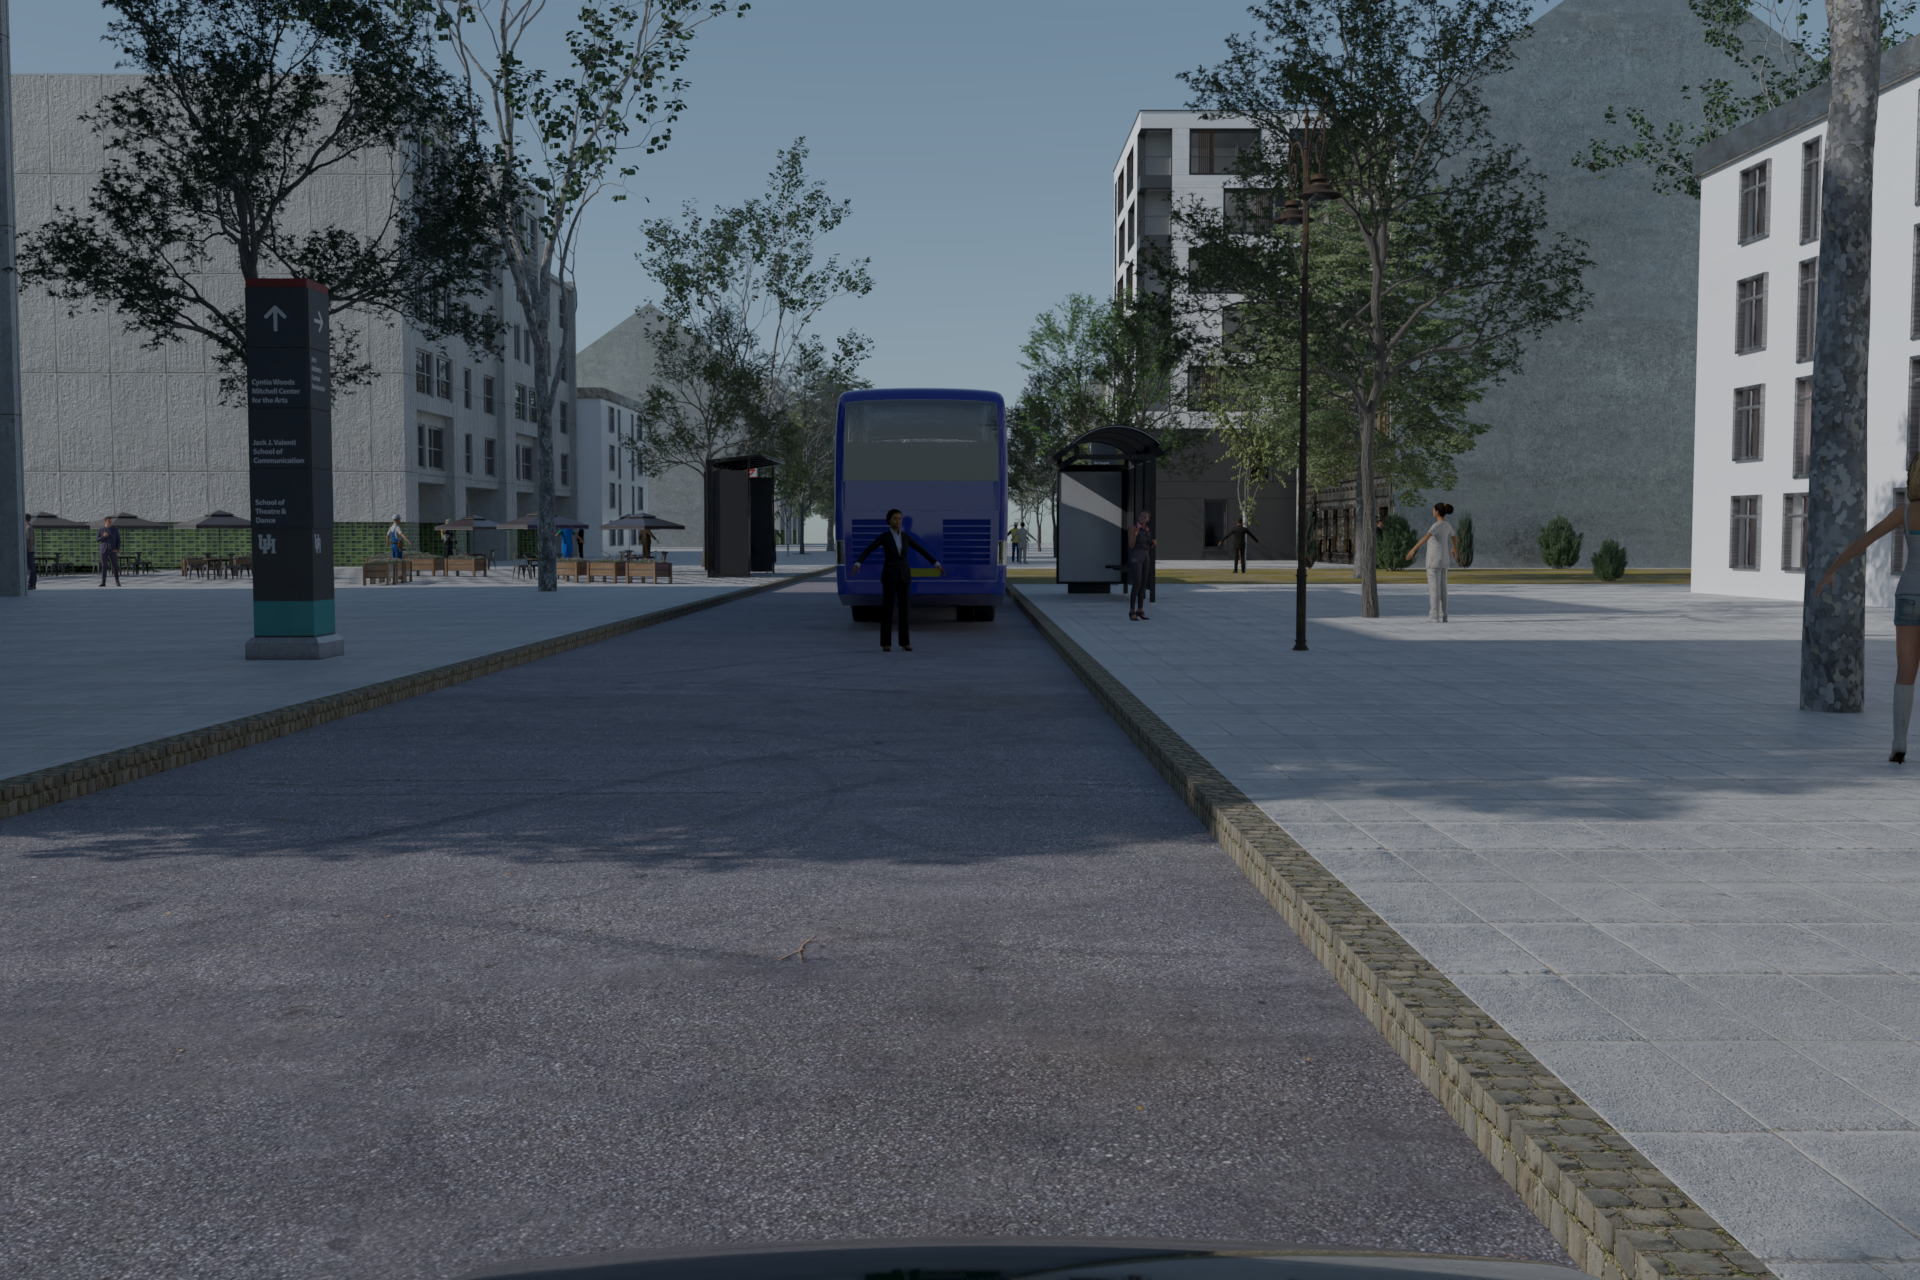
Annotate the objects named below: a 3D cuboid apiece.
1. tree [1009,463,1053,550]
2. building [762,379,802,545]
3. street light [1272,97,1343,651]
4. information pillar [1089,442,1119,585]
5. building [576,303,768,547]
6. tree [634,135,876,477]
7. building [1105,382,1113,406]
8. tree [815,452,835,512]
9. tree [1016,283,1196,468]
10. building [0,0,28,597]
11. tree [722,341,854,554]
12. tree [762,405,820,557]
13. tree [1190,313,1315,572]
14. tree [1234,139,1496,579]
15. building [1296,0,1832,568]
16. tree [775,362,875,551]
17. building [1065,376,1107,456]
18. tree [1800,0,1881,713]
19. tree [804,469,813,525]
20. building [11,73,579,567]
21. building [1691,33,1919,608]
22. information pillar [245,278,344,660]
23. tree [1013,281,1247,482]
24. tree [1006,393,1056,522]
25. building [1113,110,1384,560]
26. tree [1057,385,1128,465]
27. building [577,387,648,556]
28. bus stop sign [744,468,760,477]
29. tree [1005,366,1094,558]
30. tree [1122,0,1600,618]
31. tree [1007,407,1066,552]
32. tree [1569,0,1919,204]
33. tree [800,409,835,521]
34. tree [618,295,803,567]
[{"bbox_3d":[5.291,-11.390,136.583,4.360,8.622,3.978,0,3,0],"label":"tree"},{"bbox_3d":[-29.001,-21.117,211.713,16.747,18.905,31.486,0,4,0],"label":"building"},{"bbox_3d":[3.762,-2.823,18.947,0.468,5.910,1.993,0,4,0],"label":"street light"},{"bbox_3d":[3.584,-3.309,43.484,0.750,3.857,0.750,0,4,0],"label":"information pillar"},{"bbox_3d":[-29.564,-20.985,174.039,19.493,23.208,18.063,0,4,-1],"label":"building"},{"bbox_3d":[-9.798,-13.955,84.051,12.611,20.169,13.585,0,3,0],"label":"tree"},{"bbox_3d":[20.572,-20.021,183.768,16.016,20.090,11.380,0,4,0],"label":"building"},{"bbox_3d":[-9.941,-11.548,139.178,4.737,8.622,4.395,0,3,0],"label":"tree"},{"bbox_3d":[6.113,-9.011,73.081,9.928,11.665,9.643,0,3,0],"label":"tree"},{"bbox_3d":[-27.595,-9.358,19.462,16.747,18.905,31.486,0,3,0],"label":"building"},{"bbox_3d":[-9.905,-12.166,109.282,12.009,13.543,11.850,0,3,0],"label":"tree"},{"bbox_3d":[-9.902,-9.091,98.997,4.737,8.622,4.395,0,3,0],"label":"tree"},{"bbox_3d":[9.897,-6.621,58.608,4.737,8.622,4.395,0,3,0],"label":"tree"},{"bbox_3d":[11.263,-8.064,49.982,7.486,12.596,7.792,0,3,0],"label":"tree"},{"bbox_3d":[25.494,-14.848,73.699,19.493,23.208,18.063,0,3,0],"label":"building"},{"bbox_3d":[-9.603,-13.609,129.167,9.857,13.997,8.962,0,3,0],"label":"tree"},{"bbox_3d":[21.741,-22.333,196.070,19.493,23.208,18.063,0,4,0],"label":"building"},{"bbox_3d":[7.566,-9.496,11.156,12.611,20.169,13.585,0,3,0],"label":"tree"},{"bbox_3d":[-24.635,-20.499,241.806,9.857,13.997,8.962,0,3,0],"label":"tree"},{"bbox_3d":[-30.049,-13.223,82.653,16.747,18.905,31.486,0,4,0],"label":"building"},{"bbox_3d":[20.605,-5.014,24.131,9.099,9.664,28.070,0,4,0],"label":"building"},{"bbox_3d":[-6.906,-1.744,17.894,0.750,3.857,0.750,0,4,-1],"label":"information pillar"},{"bbox_3d":[6.177,-7.970,64.728,8.767,10.594,7.601,0,4,-5],"label":"tree"},{"bbox_3d":[5.460,-14.567,148.547,12.009,13.543,11.850,0,3,0],"label":"tree"},{"bbox_3d":[22.559,-15.665,100.092,27.936,21.610,32.646,0,3,0],"label":"building"},{"bbox_3d":[6.314,-7.962,80.537,4.737,8.622,4.395,0,3,0],"label":"tree"},{"bbox_3d":[-24.816,-10.468,113.294,9.099,9.664,28.070,0,4,1],"label":"building"},{"bbox_3d":[-7.128,-4.335,59.585,0.855,3.939,0.416,0,4,0],"label":"bus stop sign"},{"bbox_3d":[4.924,-9.796,94.582,7.601,10.594,8.767,0,4,6],"label":"tree"},{"bbox_3d":[5.974,-5.616,26.231,7.601,10.594,8.767,-1,4,-15],"label":"tree"},{"bbox_3d":[5.437,-11.669,125.205,7.601,10.594,8.767,0,4,1],"label":"tree"},{"bbox_3d":[25.784,-12.046,52.839,12.611,20.169,13.585,0,3,0],"label":"tree"},{"bbox_3d":[-9.755,-14.786,148.405,9.857,13.997,8.962,0,3,0],"label":"tree"},{"bbox_3d":[-9.613,-8.120,67.179,7.601,10.594,8.767,-1,4,-17],"label":"tree"}]
